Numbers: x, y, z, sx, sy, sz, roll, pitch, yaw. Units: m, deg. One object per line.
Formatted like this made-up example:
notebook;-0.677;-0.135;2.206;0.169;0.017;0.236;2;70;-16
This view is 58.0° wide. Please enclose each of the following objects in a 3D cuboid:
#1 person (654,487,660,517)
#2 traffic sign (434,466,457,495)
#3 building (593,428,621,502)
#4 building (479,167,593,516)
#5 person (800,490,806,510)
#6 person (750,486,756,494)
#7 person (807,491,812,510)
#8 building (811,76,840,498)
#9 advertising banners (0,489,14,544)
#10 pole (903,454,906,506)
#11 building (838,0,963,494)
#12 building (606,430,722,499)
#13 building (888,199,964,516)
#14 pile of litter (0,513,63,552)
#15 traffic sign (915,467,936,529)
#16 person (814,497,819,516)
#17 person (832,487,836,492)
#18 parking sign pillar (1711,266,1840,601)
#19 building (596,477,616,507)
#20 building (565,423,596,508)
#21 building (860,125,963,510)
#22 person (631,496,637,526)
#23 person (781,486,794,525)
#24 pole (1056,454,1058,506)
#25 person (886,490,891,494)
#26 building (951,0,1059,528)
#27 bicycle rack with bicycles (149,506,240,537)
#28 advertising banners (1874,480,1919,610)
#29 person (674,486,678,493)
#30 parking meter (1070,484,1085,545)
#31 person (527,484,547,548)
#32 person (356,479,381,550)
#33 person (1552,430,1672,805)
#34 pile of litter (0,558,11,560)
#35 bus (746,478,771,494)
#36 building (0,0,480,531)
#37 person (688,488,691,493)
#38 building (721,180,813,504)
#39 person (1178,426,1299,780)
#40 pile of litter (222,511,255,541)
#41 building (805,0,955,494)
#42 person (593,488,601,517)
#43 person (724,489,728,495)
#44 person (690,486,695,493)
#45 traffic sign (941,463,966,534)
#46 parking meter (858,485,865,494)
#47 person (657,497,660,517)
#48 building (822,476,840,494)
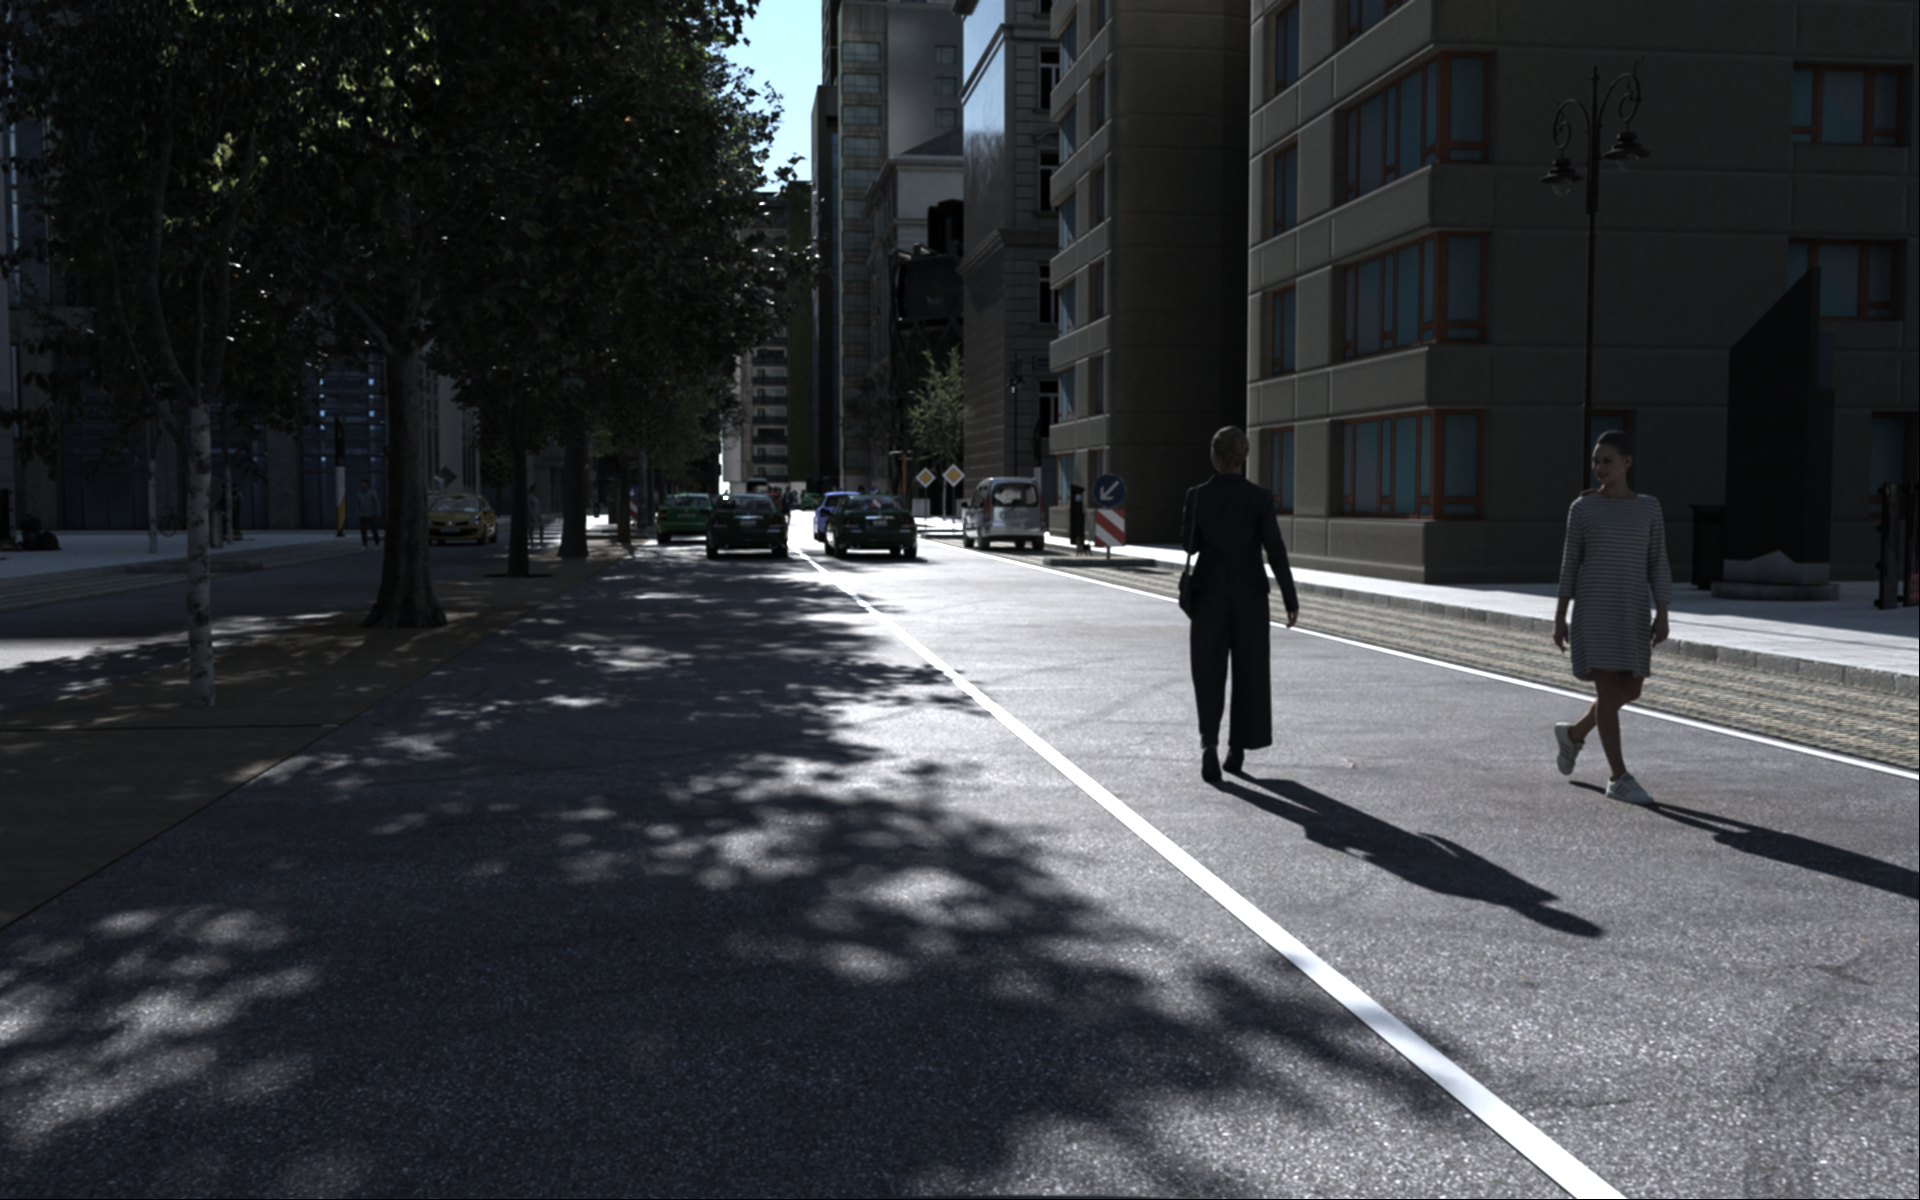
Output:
person;-18.884;-6.031;106.960;0.661;1.843;0.795;-2;4;-27
traffic sign;-18.369;-3.562;61.876;0.795;2.450;0.064;0;4;-8
building;-53.705;-33.268;198.551;28.867;44.769;22.147;0;4;-8
building;-36.806;-30.133;112.275;23.786;49.044;30.456;0;4;-8
person;-14.173;-9.068;156.758;0.705;1.824;1.348;2;4;23
person;-9.637;-4.439;81.180;0.767;1.812;0.694;1;4;17
person;-13.847;-9.088;158.026;0.436;1.711;0.756;-3;4;-38
building;-8.769;-32.856;187.306;14.600;45.320;14.200;0;4;-8
advertising banners;-23.434;-2.751;41.163;2.074;3.025;0.090;1;4;13
pole;-2.863;-5.816;88.941;0.158;3.312;0.155;0;3;0
building;-3.478;-28.435;148.505;14.154;41.232;14.086;0;4;-8
building;-42.633;-37.031;229.163;21.600;48.544;21.300;0;4;-8
building;3.882;-14.685;107.554;16.820;18.784;16.811;0;4;-8
pile of litter;-21.161;-1.539;39.125;1.719;0.858;1.176;-3;5;-42
traffic sign;-1.276;-3.700;64.145;0.795;2.450;0.064;0;4;-8
person;-9.383;-6.105;112.997;0.332;1.250;0.352;0;4;5
person;-5.789;-4.322;79.588;0.576;1.772;0.534;0;4;3
parking sign pillar;10.062;-2.007;21.279;1.447;3.967;1.447;-1;4;-18
building;-51.677;-29.524;174.599;32.217;40.220;23.993;0;4;-8
building;-46.625;-18.601;149.165;27.650;21.520;28.899;0;4;-8
building;0.425;-20.840;128.129;14.401;28.519;23.554;0;4;-8
person;-14.606;-4.251;78.102;0.616;1.811;0.778;-2;4;-32
person;-8.143;-4.451;81.464;0.721;1.800;0.419;1;4;12
pole;3.661;-4.307;64.255;0.158;3.312;0.155;0;3;0
person;-2.908;-3.643;69.871;0.330;1.601;0.589;-1;4;-16
building;12.868;-16.788;71.750;25.104;27.353;12.463;0;4;-8
bicycle rack with bicycles;-22.873;-2.379;52.279;2.852;0.926;2.925;1;4;15
advertising banners;10.883;-1.440;19.725;2.074;3.025;0.090;-3;5;-43
person;-10.778;-3.392;64.638;0.598;1.740;0.731;1;4;22
parking meter;2.970;-2.165;43.816;0.372;1.533;0.369;0;3;0
person;-11.379;-2.251;46.304;0.522;1.701;0.512;1;4;20
person;-15.229;-2.210;44.652;0.660;1.820;0.620;0;4;2
person;3.078;0.059;8.292;0.466;1.731;0.760;-1;4;-20
pile of litter;-19.385;-1.198;33.558;1.719;0.858;1.176;-1;4;-21
bus;-23.951;-12.866;205.223;2.948;3.499;13.247;0;4;-6
building;-32.443;-46.486;72.713;22.319;86.520;31.000;0;4;-8
person;-15.577;-5.565;99.827;0.374;1.781;0.599;2;4;28
building;-24.398;-33.276;227.663;14.086;41.232;14.154;0;4;-8
person;1.393;0.009;8.773;0.576;1.772;0.534;0;4;-6
pile of litter;-20.224;-2.053;47.538;1.719;0.858;1.176;-2;4;-29
building;-7.645;-46.847;204.195;20.563;71.187;20.611;0;4;-8
person;-22.314;-5.975;106.375;0.473;1.802;0.592;2;4;25
person;-19.321;-8.296;144.013;0.599;1.838;0.709;1;4;23
person;-11.287;-3.943;73.243;0.678;1.792;0.850;-2;4;-28
traffic sign;-0.212;-3.216;56.231;0.795;2.450;0.064;0;4;-8
parking meter;-6.552;-6.705;115.336;0.399;1.863;0.255;-1;4;-18
person;-18.840;-5.829;108.476;0.373;1.253;0.362;0;4;-5
building;2.904;-29.195;169.224;32.217;40.220;23.993;0;4;-8
